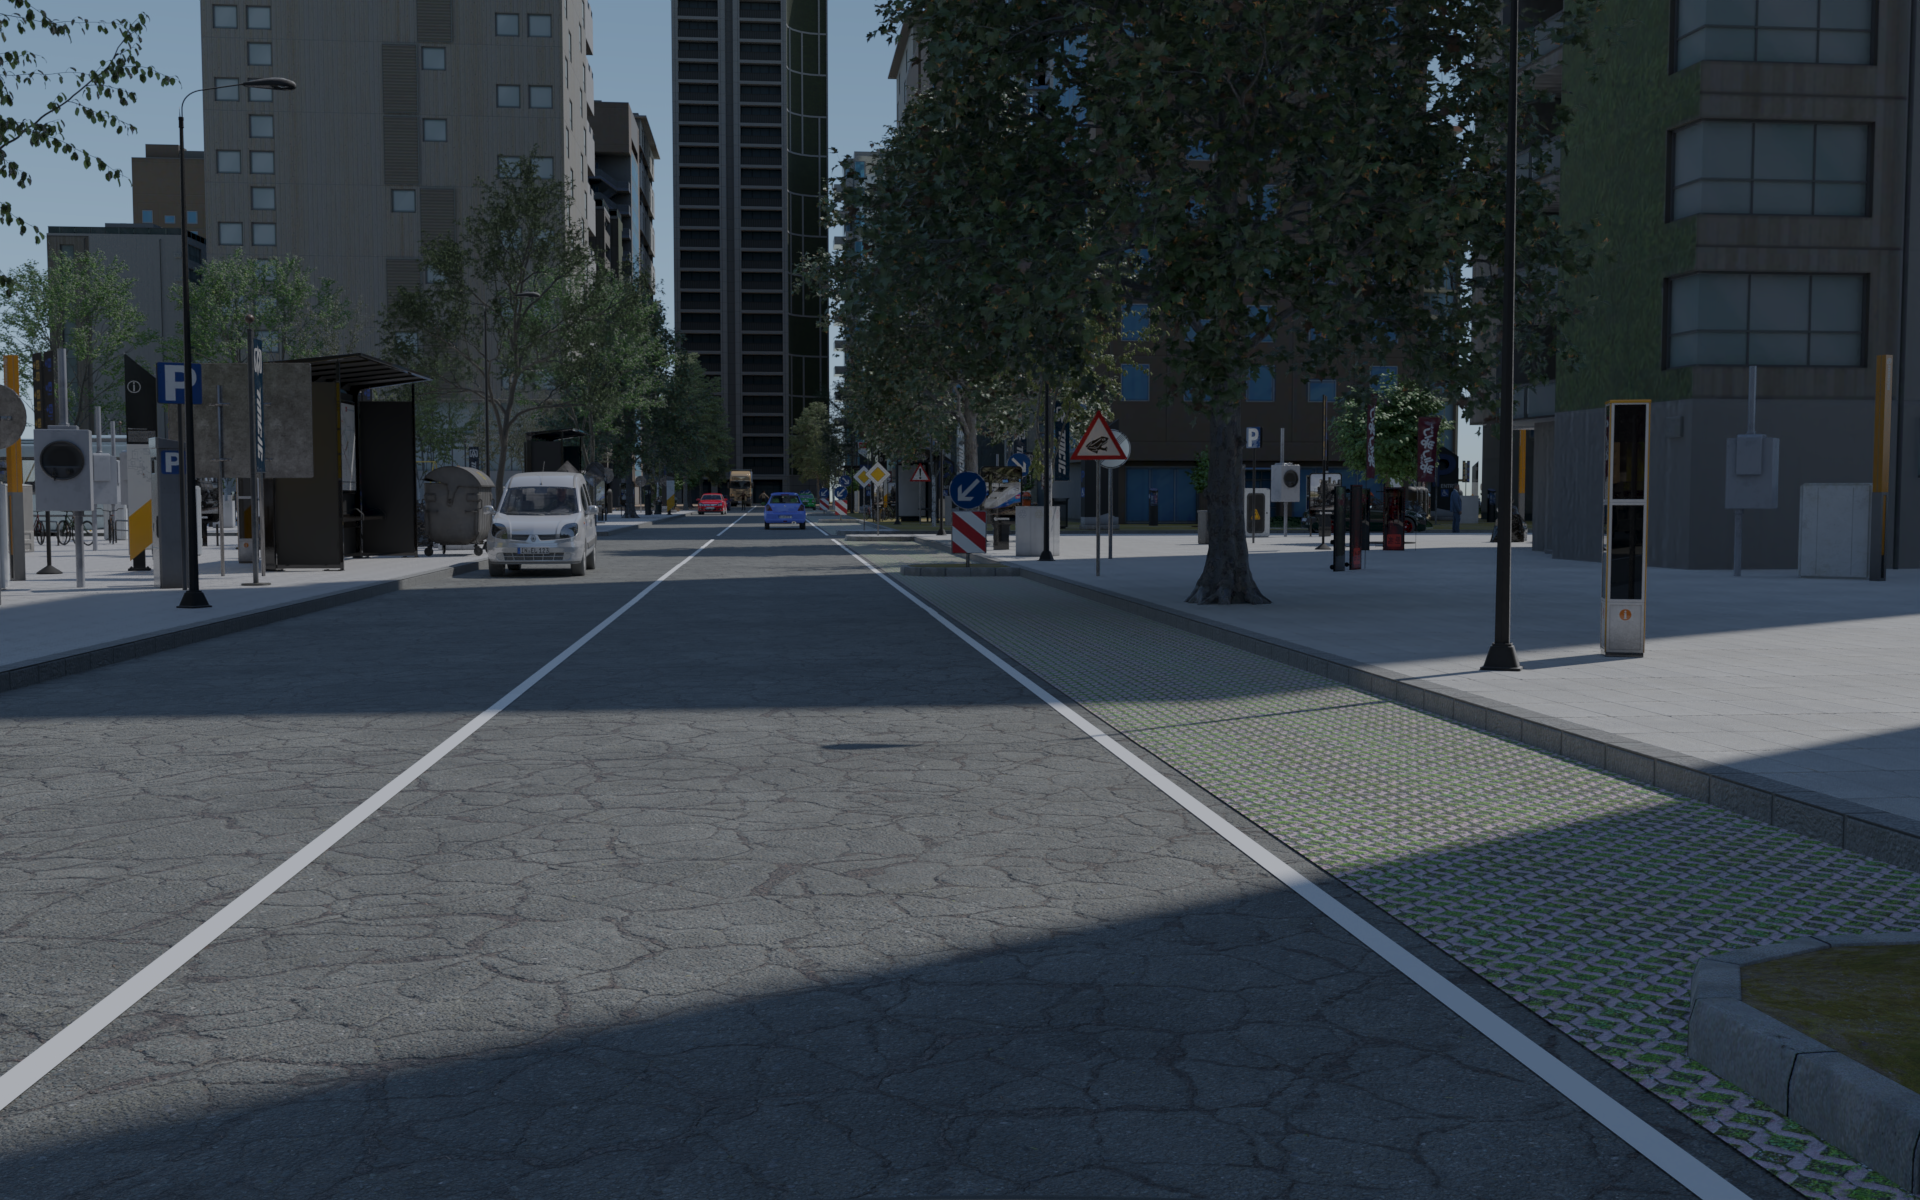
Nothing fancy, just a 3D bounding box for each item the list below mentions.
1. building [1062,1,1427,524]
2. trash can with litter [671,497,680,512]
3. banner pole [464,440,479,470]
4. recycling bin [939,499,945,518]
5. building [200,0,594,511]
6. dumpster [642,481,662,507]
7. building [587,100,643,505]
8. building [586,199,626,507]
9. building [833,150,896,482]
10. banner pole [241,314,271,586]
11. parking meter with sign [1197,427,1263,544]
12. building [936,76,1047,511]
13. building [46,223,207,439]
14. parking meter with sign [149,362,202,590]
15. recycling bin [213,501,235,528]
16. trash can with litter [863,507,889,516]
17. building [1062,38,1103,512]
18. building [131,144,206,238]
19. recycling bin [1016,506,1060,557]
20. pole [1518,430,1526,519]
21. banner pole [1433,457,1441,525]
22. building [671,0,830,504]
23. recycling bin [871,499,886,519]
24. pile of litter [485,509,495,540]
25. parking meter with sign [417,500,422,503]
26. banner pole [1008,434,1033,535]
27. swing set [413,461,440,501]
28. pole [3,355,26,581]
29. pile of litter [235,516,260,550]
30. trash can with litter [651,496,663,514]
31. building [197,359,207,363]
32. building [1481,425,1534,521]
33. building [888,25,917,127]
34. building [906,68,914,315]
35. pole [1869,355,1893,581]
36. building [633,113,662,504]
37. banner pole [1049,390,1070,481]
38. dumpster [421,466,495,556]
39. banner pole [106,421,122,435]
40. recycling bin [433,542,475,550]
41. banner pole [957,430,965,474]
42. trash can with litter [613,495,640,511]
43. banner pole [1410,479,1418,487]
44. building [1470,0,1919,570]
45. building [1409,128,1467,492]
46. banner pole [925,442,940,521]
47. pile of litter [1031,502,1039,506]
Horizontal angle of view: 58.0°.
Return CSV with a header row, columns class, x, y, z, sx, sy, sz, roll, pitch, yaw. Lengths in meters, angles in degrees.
class,x,y,z,sx,sy,sz,roll,pitch,yaw
building,11.937,-26.234,79.032,14.200,45.320,14.600,0,4,-6
trash can with litter,-20.719,-7.020,126.170,0.624,1.170,1.055,-3,5,-40
banner pole,-22.717,-5.529,80.413,0.863,3.779,0.401,0,4,-3
recycling bin,-0.938,-4.844,91.756,0.722,1.027,0.722,-1,4,-17
building,-45.314,-34.014,145.367,28.713,52.752,27.495,0,4,-6
dumpster,-21.996,-7.445,124.224,1.502,2.255,1.985,0,4,-6
building,-43.444,-33.252,193.786,14.200,45.320,14.600,0,4,-6
building,-40.247,-24.221,167.722,14.160,30.474,14.107,0,4,-6
building,-2.328,-37.978,240.553,30.456,49.044,23.786,0,4,-6
banner pole,-9.925,-2.107,24.460,0.401,3.779,0.863,0,4,-7
parking meter with sign,6.939,-2.960,44.650,1.738,3.016,0.543,-2,4,-31
building,10.975,-49.110,115.619,22.319,86.520,31.000,0,4,-6
building,-89.118,-25.508,188.757,14.107,30.474,14.160,0,4,-6
parking meter with sign,-10.796,-1.680,23.734,0.543,3.016,1.738,-2,4,-33
recycling bin,-27.903,-3.247,65.647,0.722,1.027,0.722,-1,4,-17
trash can with litter,-4.542,-5.511,101.162,2.233,1.210,1.678,0,4,-3
building,3.996,-30.933,155.862,14.600,45.320,14.200,0,4,-6
building,-97.197,-35.173,225.187,14.200,45.320,14.600,0,4,-6
recycling bin,1.607,-1.422,35.804,0.722,1.027,0.722,2,4,26
pole,17.669,-3.708,54.462,0.158,3.312,0.155,0,3,0
banner pole,19.713,-4.999,71.750,0.401,3.779,0.863,1,4,21
building,-28.194,-48.794,236.028,20.611,71.187,20.563,0,4,-6
recycling bin,-4.295,-4.798,91.001,0.722,1.027,0.722,0,4,-7
pile of litter,-13.746,-2.146,49.056,1.176,0.858,1.719,2,4,32
parking meter with sign,-40.918,-8.134,129.246,0.543,3.016,1.738,2,4,27
banner pole,1.747,-3.945,54.512,0.863,3.779,0.401,2,4,30
swing set,-26.236,-5.191,82.489,3.119,2.851,2.862,0,4,5
pole,-13.939,-1.938,25.529,0.158,3.312,0.155,0,3,0
pile of litter,-16.229,-1.616,40.393,1.176,0.858,1.719,-3,4,-39
trash can with litter,-19.242,-5.964,108.904,1.055,1.170,0.624,1,4,9
building,-65.460,-53.411,185.939,31.000,86.520,22.319,0,4,-6
building,37.475,-28.132,83.661,21.600,48.544,21.300,0,4,-6
building,7.308,-36.841,191.587,28.713,52.752,27.495,0,4,-6
building,2.202,-31.807,170.150,14.600,45.320,14.200,0,4,-6
pole,13.549,-1.935,25.473,0.158,3.312,0.155,0,3,0
building,-53.359,-39.612,236.898,27.495,52.752,28.713,0,4,-6
banner pole,2.291,-3.112,40.903,0.863,3.779,0.401,-3,4,-36
dumpster,-10.538,-1.873,36.386,1.264,1.857,1.865,0,4,-6
banner pole,-29.090,-4.264,59.734,0.863,3.779,0.401,2,4,24
recycling bin,-12.122,-1.769,41.481,0.722,1.027,0.722,2,4,35
banner pole,0.148,-3.844,52.864,0.401,3.779,0.863,-3,4,-39
trash can with litter,-25.717,-7.477,133.306,2.233,1.210,1.678,0,4,6
banner pole,35.800,-8.981,136.860,0.863,3.779,0.401,0,4,4
building,18.540,-21.527,35.558,14.154,41.232,14.086,0,4,-6
building,43.123,-33.271,198.604,28.867,44.769,22.147,0,4,-6
banner pole,-1.242,-5.655,82.484,0.401,3.779,0.863,-2,4,-24
pile of litter,4.164,-5.091,97.196,1.719,0.858,1.176,1,4,18
